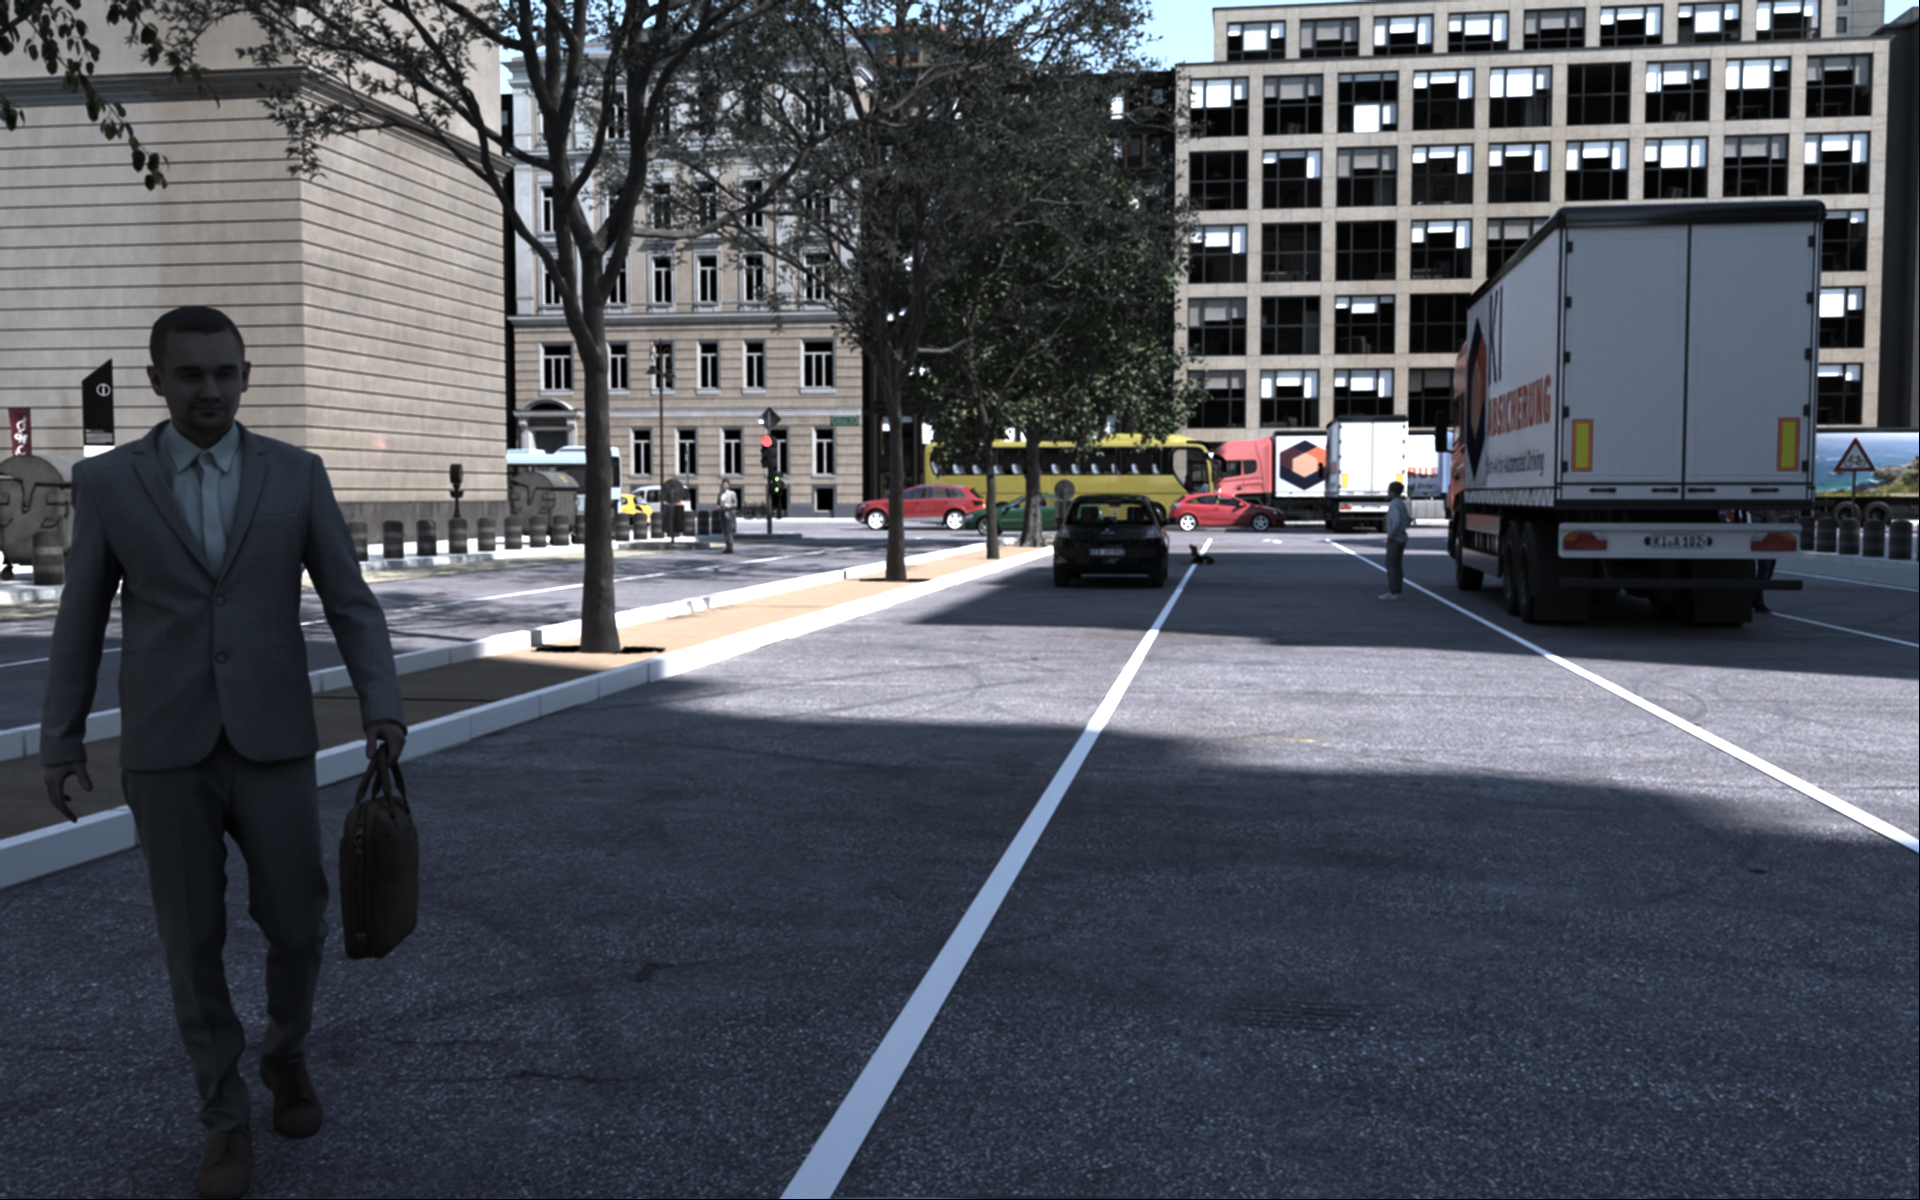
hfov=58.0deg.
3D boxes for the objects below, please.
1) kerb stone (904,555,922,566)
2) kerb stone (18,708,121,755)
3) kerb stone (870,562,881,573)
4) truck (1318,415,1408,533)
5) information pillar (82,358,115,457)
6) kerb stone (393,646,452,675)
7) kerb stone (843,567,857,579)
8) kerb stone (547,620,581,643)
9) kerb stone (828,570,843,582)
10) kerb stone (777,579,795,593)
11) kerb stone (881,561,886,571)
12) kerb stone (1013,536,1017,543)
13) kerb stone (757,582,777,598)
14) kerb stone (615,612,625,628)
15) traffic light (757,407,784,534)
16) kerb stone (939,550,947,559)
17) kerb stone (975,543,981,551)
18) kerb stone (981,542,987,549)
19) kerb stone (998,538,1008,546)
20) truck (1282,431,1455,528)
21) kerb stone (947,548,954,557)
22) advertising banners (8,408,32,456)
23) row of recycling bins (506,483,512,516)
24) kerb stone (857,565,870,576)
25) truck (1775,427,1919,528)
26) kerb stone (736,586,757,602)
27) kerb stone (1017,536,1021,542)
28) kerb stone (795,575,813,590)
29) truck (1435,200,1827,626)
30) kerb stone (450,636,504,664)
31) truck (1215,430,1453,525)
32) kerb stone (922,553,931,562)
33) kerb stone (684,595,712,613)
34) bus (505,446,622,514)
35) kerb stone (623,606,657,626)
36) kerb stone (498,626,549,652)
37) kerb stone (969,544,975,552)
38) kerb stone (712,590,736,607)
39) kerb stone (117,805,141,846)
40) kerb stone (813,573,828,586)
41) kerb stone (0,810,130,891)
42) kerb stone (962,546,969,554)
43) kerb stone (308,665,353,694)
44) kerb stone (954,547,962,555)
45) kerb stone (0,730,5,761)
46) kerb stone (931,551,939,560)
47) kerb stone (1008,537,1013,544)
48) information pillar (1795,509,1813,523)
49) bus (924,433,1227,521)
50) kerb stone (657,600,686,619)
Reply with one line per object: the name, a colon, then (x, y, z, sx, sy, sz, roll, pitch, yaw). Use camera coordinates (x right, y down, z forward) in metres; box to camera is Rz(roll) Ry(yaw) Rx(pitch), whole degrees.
kerb stone: (-0.976, -0.803, 35.320, 0.120, 0.150, 1.000, 1, 4, 9)
kerb stone: (-5.060, 0.752, 9.925, 0.120, 0.150, 1.000, 1, 4, 9)
kerb stone: (-1.631, -0.550, 31.264, 0.120, 0.150, 1.000, 1, 4, 9)
truck: (15.505, -4.773, 66.957, 2.839, 4.237, 11.283, 1, 4, 9)
information pillar: (-14.774, -2.350, 29.774, 0.504, 3.616, 0.183, -2, 4, -33)
kerb stone: (-4.407, 0.503, 13.991, 0.120, 0.150, 1.000, 1, 4, 9)
kerb stone: (-1.957, -0.431, 29.237, 0.120, 0.150, 1.000, 1, 4, 9)
kerb stone: (-3.915, 0.315, 17.037, 0.120, 0.150, 1.000, 1, 4, 9)
kerb stone: (-2.120, -0.368, 28.218, 0.120, 0.150, 1.000, 1, 4, 9)
kerb stone: (-2.617, -0.182, 25.175, 0.120, 0.150, 1.000, 1, 4, 9)
kerb stone: (-1.474, -0.616, 32.279, 0.120, 0.150, 1.000, 1, 4, 9)
kerb stone: (1.473, -1.731, 50.581, 0.120, 0.150, 1.000, 1, 4, 9)
kerb stone: (-2.779, -0.120, 24.162, 0.120, 0.150, 1.000, 1, 4, 9)
kerb stone: (-3.757, 0.255, 18.055, 0.120, 0.150, 1.000, 1, 4, 9)
traffic light: (-6.149, -4.101, 55.976, 0.839, 4.253, 0.868, 1, 4, 9)
kerb stone: (-0.484, -0.989, 38.373, 0.120, 0.150, 1.000, 1, 4, 9)
kerb stone: (0.329, -1.300, 43.452, 0.120, 0.150, 1.000, 1, 4, 9)
kerb stone: (0.490, -1.362, 44.466, 0.120, 0.150, 1.000, 1, 4, 9)
kerb stone: (1.148, -1.609, 48.531, 0.120, 0.150, 1.000, 1, 4, 9)
truck: (14.722, -5.212, 74.979, 18.799, 4.110, 2.967, 1, 4, 9)
kerb stone: (-0.327, -1.050, 39.387, 0.120, 0.150, 1.000, 1, 4, 9)
advertising banners: (-18.312, -2.374, 35.000, 2.074, 3.025, 0.090, 1, 4, 14)
row of recycling bins: (-15.908, -2.951, 55.356, 1.069, 1.692, 3.534, 3, 5, 44)
kerb stone: (-1.788, -0.493, 30.250, 0.120, 0.150, 1.000, 1, 4, 9)
truck: (35.572, -5.236, 74.514, 11.283, 4.237, 2.839, 1, 4, 9)
kerb stone: (-2.940, -0.054, 23.148, 0.120, 0.150, 1.000, 1, 4, 9)
kerb stone: (1.643, -1.798, 51.598, 0.120, 0.150, 1.000, 1, 4, 9)
kerb stone: (-2.447, -0.244, 26.187, 0.120, 0.150, 1.000, 1, 4, 9)
truck: (7.988, -2.038, 22.241, 2.839, 4.237, 11.283, 1, 4, 10)
kerb stone: (-4.240, 0.447, 15.003, 0.120, 0.150, 1.000, 1, 4, 9)
truck: (16.391, -5.442, 77.883, 11.283, 4.237, 2.839, 0, 4, 8)
kerb stone: (-0.819, -0.865, 36.337, 0.120, 0.150, 1.000, 1, 4, 9)
kerb stone: (-3.263, 0.066, 21.115, 0.120, 0.150, 1.000, 1, 4, 9)
bus: (-20.134, -4.485, 68.196, 13.247, 3.499, 2.948, 0, 4, 8)
kerb stone: (-3.590, 0.191, 19.078, 0.120, 0.150, 1.000, 1, 4, 9)
kerb stone: (-4.081, 0.378, 16.017, 0.120, 0.150, 1.000, 1, 4, 9)
kerb stone: (0.168, -1.237, 42.432, 0.120, 0.150, 1.000, 1, 4, 9)
kerb stone: (-3.101, 0.005, 22.128, 0.120, 0.150, 1.000, 1, 4, 9)
kerb stone: (-3.315, 0.896, 7.540, 0.120, 0.150, 1.000, 1, 4, 9)
kerb stone: (-2.285, -0.306, 27.201, 0.120, 0.150, 1.000, 1, 4, 9)
kerb stone: (-3.480, 0.958, 6.527, 0.120, 0.150, 1.000, 1, 4, 9)
kerb stone: (0.008, -1.171, 41.418, 0.120, 0.150, 1.000, 1, 4, 9)
kerb stone: (-4.561, 0.567, 12.976, 0.120, 0.150, 1.000, 1, 4, 9)
kerb stone: (-0.161, -1.114, 40.404, 0.120, 0.150, 1.000, 1, 4, 9)
kerb stone: (-5.219, 0.813, 8.902, 0.120, 0.150, 1.000, 1, 4, 9)
kerb stone: (-0.646, -0.927, 37.359, 0.120, 0.150, 1.000, 1, 4, 9)
kerb stone: (1.311, -1.668, 49.555, 0.120, 0.150, 1.000, 1, 4, 9)
information pillar: (20.144, -2.253, 41.324, 0.304, 2.012, 0.304, 1, 4, 10)
bus: (4.724, -4.864, 71.068, 12.252, 3.916, 2.896, 1, 4, 8)
kerb stone: (-3.430, 0.136, 20.101, 0.120, 0.150, 1.000, 1, 4, 9)
